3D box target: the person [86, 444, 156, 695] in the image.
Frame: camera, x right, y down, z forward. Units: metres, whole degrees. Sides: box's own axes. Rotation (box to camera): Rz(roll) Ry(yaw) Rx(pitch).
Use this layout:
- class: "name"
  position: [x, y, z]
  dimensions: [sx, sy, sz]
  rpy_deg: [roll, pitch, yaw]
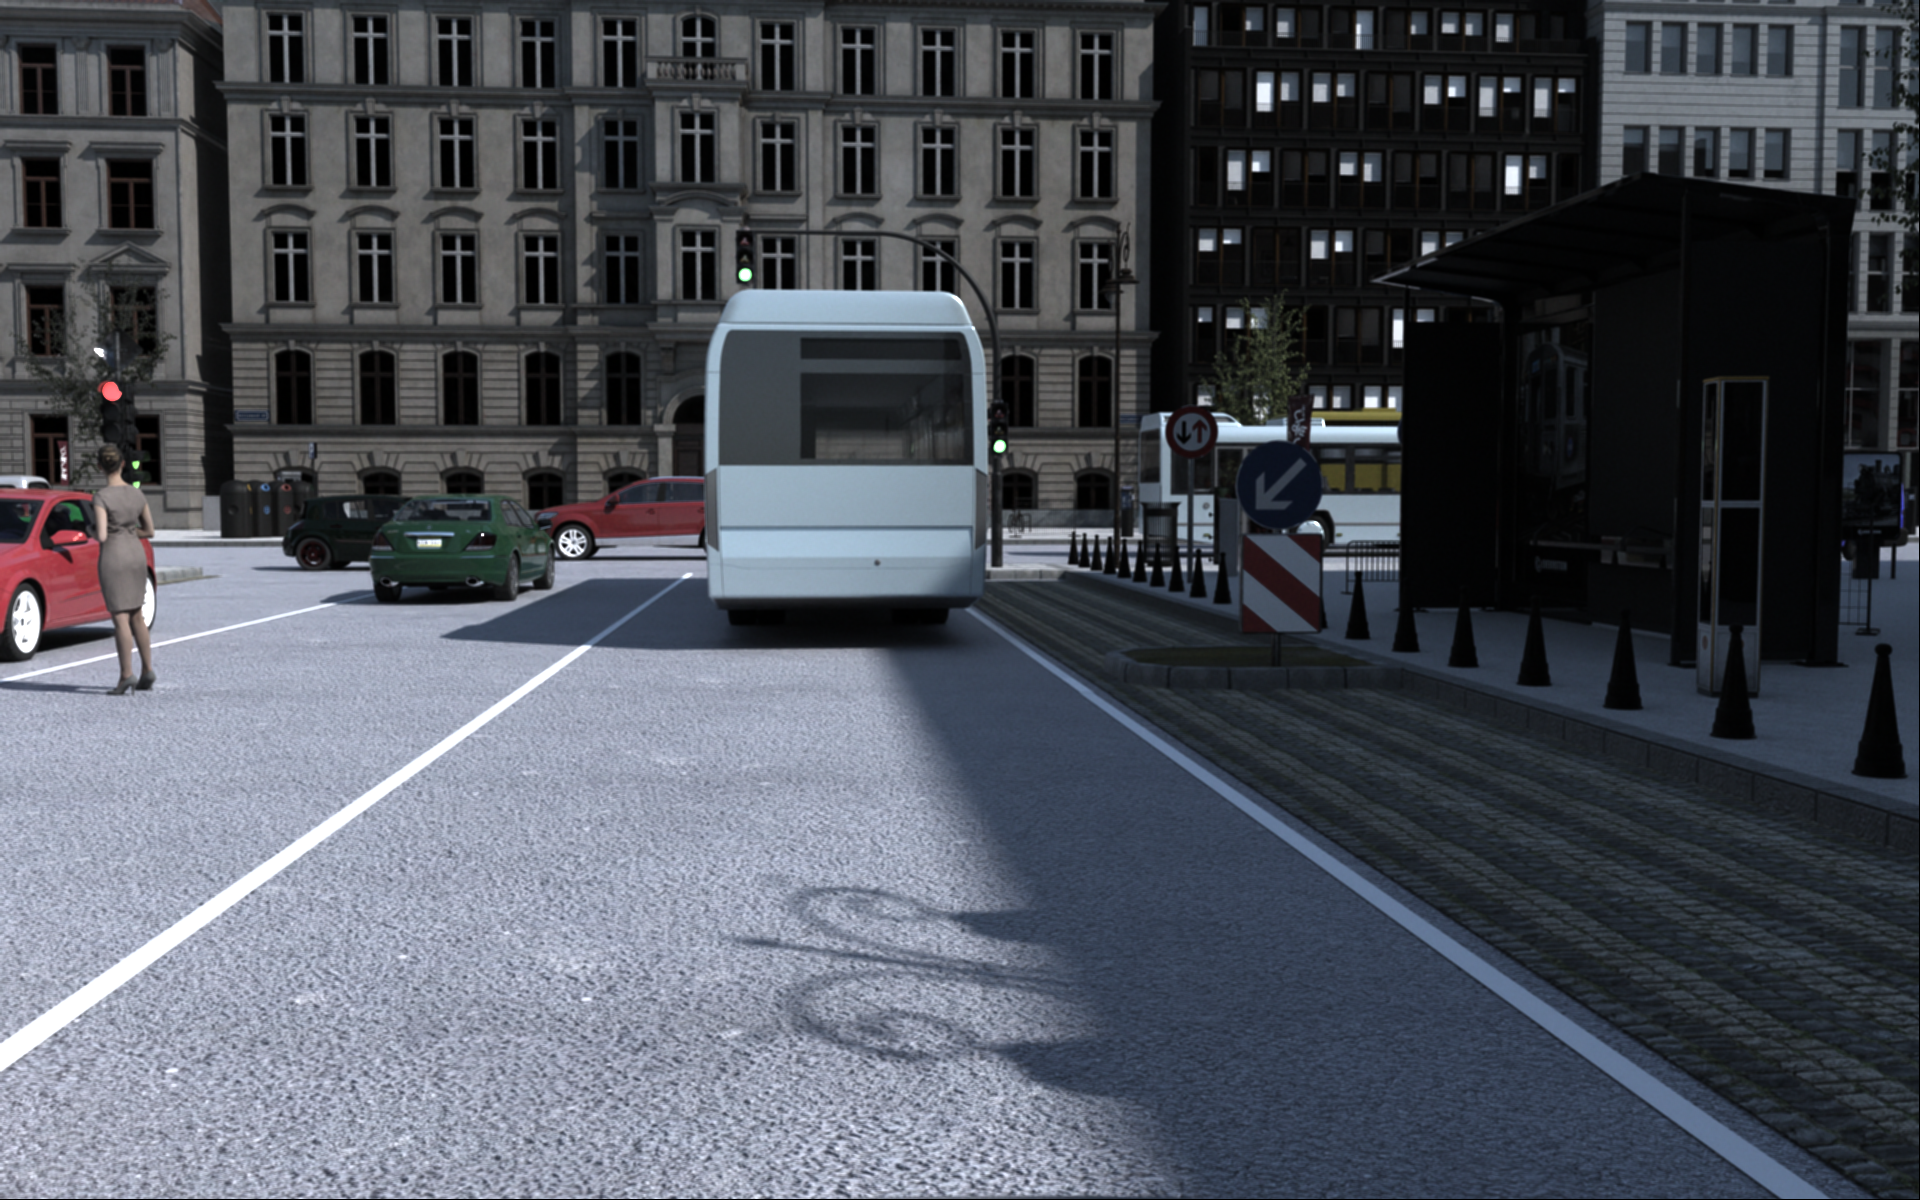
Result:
- class: "person"
  position: [-6.003, -0.216, 12.375]
  dimensions: [0.374, 1.781, 0.599]
  rpy_deg: [1, 4, 19]

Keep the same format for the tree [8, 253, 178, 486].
- class: "tree"
  position: [-25.923, -6.238, 52.355]
  dimensions: [4.360, 8.622, 3.978]
  rpy_deg: [0, 3, 0]

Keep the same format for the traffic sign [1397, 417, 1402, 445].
- class: "traffic sign"
  position: [6.598, -1.508, 24.761]
  dimensions: [0.768, 2.556, 0.104]
  rpy_deg: [0, 4, -5]

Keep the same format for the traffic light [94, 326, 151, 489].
- class: "traffic light"
  position: [-14.031, -2.449, 28.966]
  dimensions: [0.839, 4.253, 0.868]
  rpy_deg: [0, 4, -5]

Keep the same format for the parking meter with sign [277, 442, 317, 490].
- class: "parking meter with sign"
  position: [-22.461, -3.773, 57.955]
  dimensions: [1.738, 3.016, 0.543]
  rpy_deg: [-3, 5, -40]

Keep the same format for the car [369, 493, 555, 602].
- class: "car"
  position: [-6.962, -0.781, 24.565]
  dimensions: [2.131, 1.459, 4.920]
  rpy_deg: [0, 4, -4]

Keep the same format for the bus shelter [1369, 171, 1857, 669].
- class: "bus shelter"
  position: [5.543, -1.501, 15.821]
  dimensions: [1.731, 3.624, 6.357]
  rpy_deg: [0, 4, -5]

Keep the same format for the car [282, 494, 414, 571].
- class: "car"
  position: [-10.688, -1.420, 33.003]
  dimensions: [4.222, 1.686, 2.009]
  rpy_deg: [0, 4, -4]

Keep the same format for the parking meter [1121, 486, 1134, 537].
- class: "parking meter"
  position: [4.984, -2.642, 51.611]
  dimensions: [0.372, 1.533, 0.369]
  rpy_deg: [0, 3, 0]

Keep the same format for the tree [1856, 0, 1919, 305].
- class: "tree"
  position: [12.990, -4.336, 21.262]
  dimensions: [4.360, 8.622, 3.978]
  rpy_deg: [0, 3, 0]

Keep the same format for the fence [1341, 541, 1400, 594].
- class: "fence"
  position: [5.958, -0.421, 22.252]
  dimensions: [2.069, 0.683, 0.278]
  rpy_deg: [0, 4, -1]

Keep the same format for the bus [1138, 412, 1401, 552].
- class: "bus"
  position: [10.949, -2.794, 40.549]
  dimensions: [13.247, 3.499, 2.948]
  rpy_deg: [0, 4, -5]

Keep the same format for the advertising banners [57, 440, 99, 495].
- class: "advertising banners"
  position: [-29.059, -3.729, 57.162]
  dimensions: [0.090, 3.025, 2.074]
  rpy_deg: [1, 4, 10]

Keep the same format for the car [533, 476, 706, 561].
- class: "car"
  position: [-6.757, -1.807, 38.222]
  dimensions: [5.304, 1.827, 2.281]
  rpy_deg: [0, 4, -6]

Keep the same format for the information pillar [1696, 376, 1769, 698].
- class: "information pillar"
  position: [4.888, -0.397, 10.975]
  dimensions: [0.304, 2.012, 0.304]
  rpy_deg: [0, 4, 6]

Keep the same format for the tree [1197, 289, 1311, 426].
- class: "tree"
  position: [10.812, -6.866, 62.622]
  dimensions: [4.737, 8.622, 4.395]
  rpy_deg: [0, 3, 0]

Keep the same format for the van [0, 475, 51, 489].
- class: "van"
  position: [-22.679, -1.957, 39.005]
  dimensions: [4.112, 2.044, 2.013]
  rpy_deg: [0, 4, -4]

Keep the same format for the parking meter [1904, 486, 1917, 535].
- class: "parking meter"
  position: [29.894, -2.820, 54.513]
  dimensions: [0.372, 1.533, 0.369]
  rpy_deg: [0, 3, 0]

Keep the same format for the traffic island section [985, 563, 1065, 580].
- class: "traffic island section"
  position: [0.660, -0.498, 30.420]
  dimensions: [2.009, 0.180, 2.903]
  rpy_deg: [0, 4, -5]

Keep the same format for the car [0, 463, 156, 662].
- class: "car"
  position: [-9.010, -0.428, 16.043]
  dimensions: [2.155, 1.783, 4.494]
  rpy_deg: [0, 4, -6]

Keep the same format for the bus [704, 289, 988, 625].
- class: "bus"
  position: [-1.646, -1.675, 22.249]
  dimensions: [2.948, 3.499, 13.247]
  rpy_deg: [0, 4, -5]

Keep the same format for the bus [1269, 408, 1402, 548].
- class: "bus"
  position: [14.390, -3.334, 46.054]
  dimensions: [12.252, 3.916, 2.896]
  rpy_deg: [0, 4, -5]

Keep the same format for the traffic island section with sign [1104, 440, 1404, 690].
- class: "traffic island section with sign"
  position: [2.188, -0.302, 13.563]
  dimensions: [1.989, 1.847, 2.006]
  rpy_deg: [0, 4, -5]

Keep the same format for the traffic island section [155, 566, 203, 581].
- class: "traffic island section"
  position: [-14.072, -0.417, 29.097]
  dimensions: [2.009, 0.180, 2.903]
  rpy_deg: [0, 4, -5]

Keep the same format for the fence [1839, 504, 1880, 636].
- class: "fence"
  position: [7.456, -0.320, 16.433]
  dimensions: [2.264, 1.192, 0.480]
  rpy_deg: [2, 4, 31]

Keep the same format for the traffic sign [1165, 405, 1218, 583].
- class: "traffic sign"
  position: [3.317, -1.517, 24.904]
  dimensions: [0.768, 2.556, 0.104]
  rpy_deg: [0, 4, -3]

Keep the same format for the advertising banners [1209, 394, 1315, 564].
- class: "advertising banners"
  position: [5.382, -2.128, 30.976]
  dimensions: [2.074, 3.025, 0.090]
  rpy_deg: [3, 4, 39]

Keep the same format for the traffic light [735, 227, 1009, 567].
- class: "traffic light"
  position: [-1.456, -3.383, 29.973]
  dimensions: [4.771, 5.953, 1.251]
  rpy_deg: [0, 4, -5]

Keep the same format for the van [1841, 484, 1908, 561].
- class: "van"
  position: [16.709, -1.935, 36.016]
  dimensions: [5.245, 2.365, 2.240]
  rpy_deg: [0, 4, -5]

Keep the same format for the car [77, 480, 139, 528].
- class: "car"
  position: [-18.800, -1.562, 34.327]
  dimensions: [4.718, 1.807, 1.959]
  rpy_deg: [0, 4, -5]

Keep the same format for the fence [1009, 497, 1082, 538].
- class: "fence"
  position: [2.555, -2.480, 51.756]
  dimensions: [2.264, 1.192, 0.480]
  rpy_deg: [-2, 4, -29]
